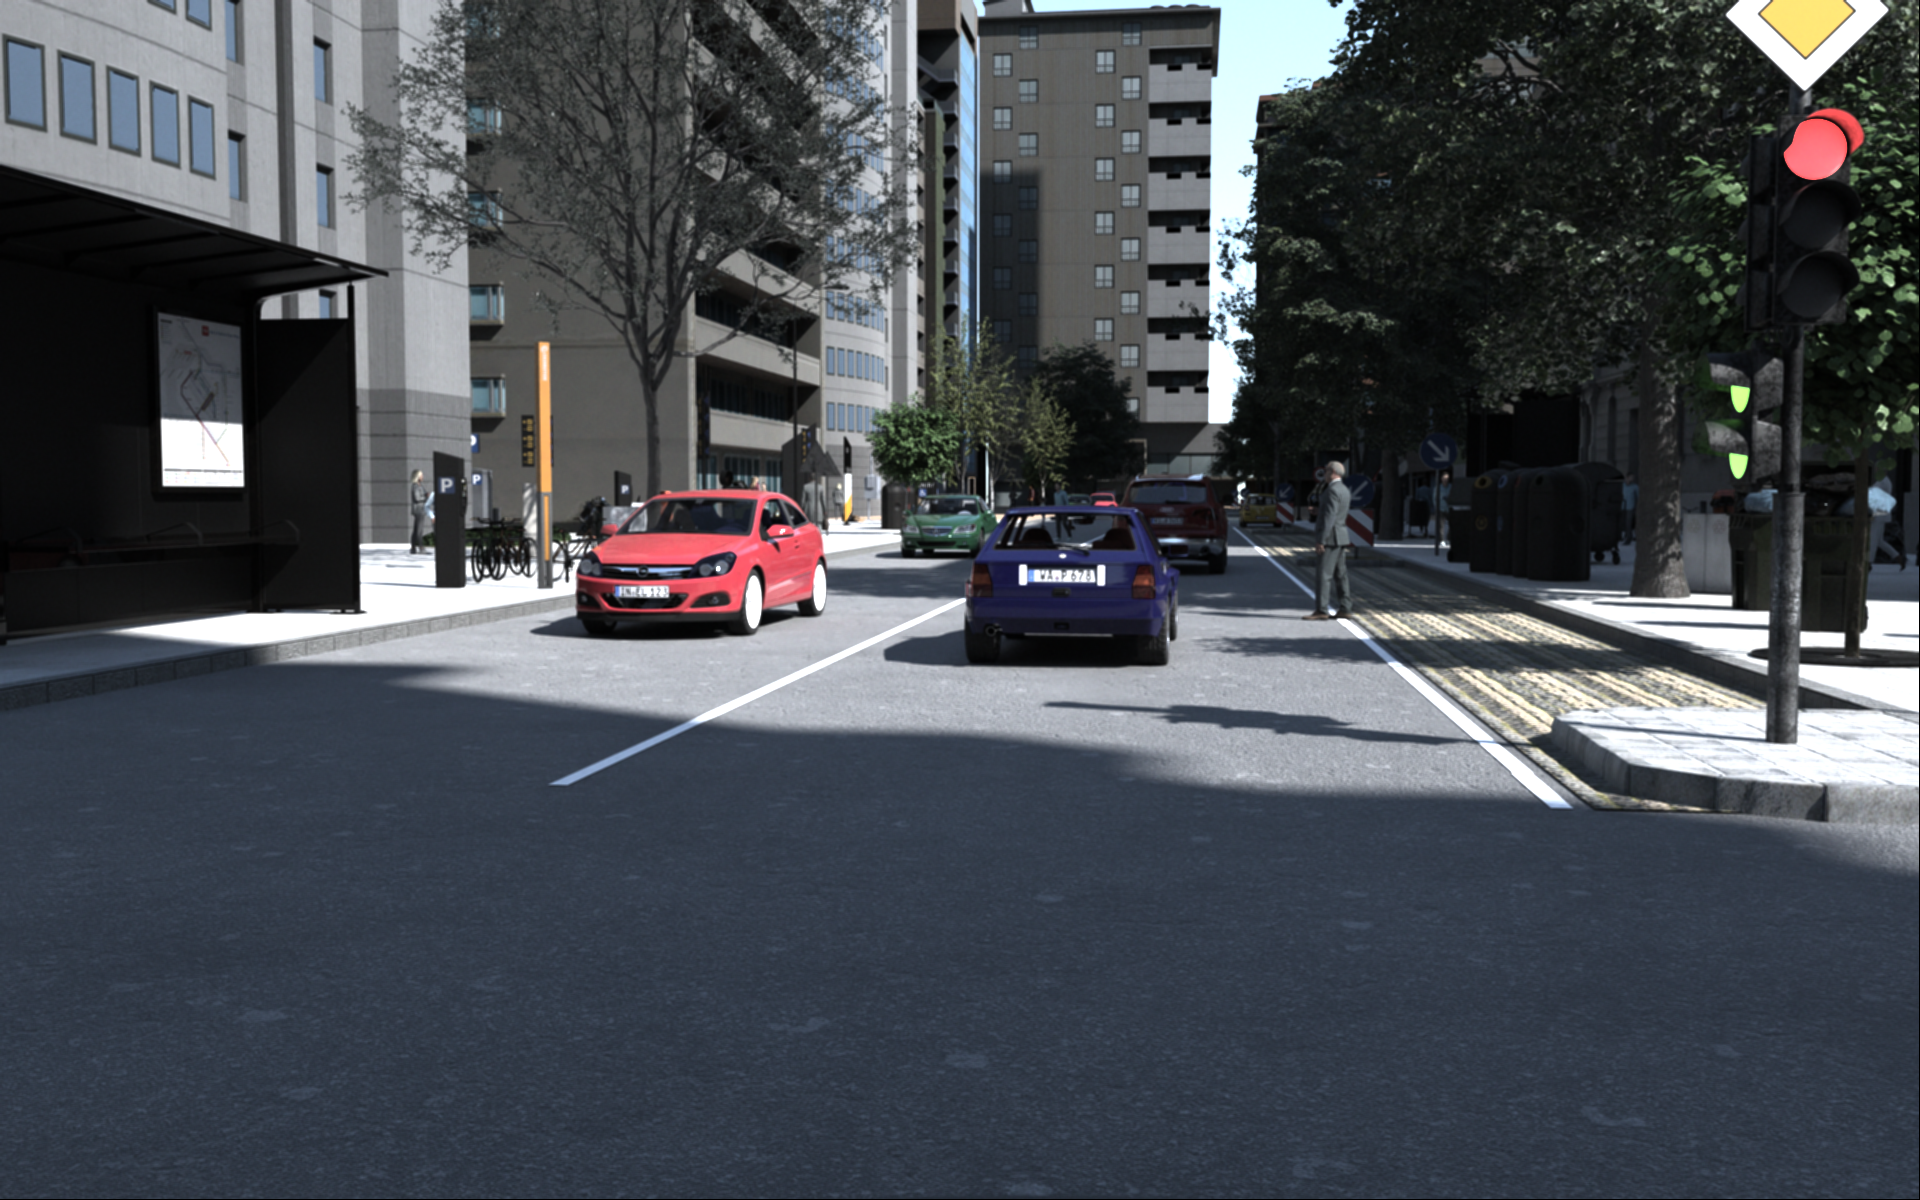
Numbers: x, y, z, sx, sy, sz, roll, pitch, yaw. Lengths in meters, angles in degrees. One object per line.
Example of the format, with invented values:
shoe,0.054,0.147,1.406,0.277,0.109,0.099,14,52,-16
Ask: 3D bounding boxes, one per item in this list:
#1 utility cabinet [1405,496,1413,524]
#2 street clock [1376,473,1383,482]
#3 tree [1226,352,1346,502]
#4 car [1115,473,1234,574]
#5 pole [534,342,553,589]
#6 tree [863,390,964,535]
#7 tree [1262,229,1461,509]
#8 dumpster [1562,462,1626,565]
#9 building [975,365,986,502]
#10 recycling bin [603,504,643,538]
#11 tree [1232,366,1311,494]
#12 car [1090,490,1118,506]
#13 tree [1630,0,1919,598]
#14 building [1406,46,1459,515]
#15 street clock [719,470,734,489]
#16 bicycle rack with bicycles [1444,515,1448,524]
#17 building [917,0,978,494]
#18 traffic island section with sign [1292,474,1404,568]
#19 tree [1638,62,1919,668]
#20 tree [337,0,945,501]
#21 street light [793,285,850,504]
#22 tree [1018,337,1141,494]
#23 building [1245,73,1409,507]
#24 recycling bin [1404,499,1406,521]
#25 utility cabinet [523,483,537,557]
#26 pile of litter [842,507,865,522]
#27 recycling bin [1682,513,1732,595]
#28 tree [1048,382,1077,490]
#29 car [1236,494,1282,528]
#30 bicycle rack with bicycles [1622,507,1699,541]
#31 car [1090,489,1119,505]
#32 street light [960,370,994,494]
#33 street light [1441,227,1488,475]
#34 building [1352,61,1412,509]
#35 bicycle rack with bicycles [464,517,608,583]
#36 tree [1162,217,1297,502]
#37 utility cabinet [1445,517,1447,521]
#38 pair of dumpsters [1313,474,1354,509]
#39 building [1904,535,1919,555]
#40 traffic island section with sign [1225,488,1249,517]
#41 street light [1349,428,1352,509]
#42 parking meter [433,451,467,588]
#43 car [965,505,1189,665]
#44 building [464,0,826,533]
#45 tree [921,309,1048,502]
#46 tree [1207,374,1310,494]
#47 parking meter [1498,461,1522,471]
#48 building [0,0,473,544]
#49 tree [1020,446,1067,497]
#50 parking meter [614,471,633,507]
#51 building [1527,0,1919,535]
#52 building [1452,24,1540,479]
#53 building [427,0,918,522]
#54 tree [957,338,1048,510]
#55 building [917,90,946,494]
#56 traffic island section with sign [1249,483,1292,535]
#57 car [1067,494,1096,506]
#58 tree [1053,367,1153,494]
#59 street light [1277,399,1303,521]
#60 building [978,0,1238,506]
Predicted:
utility cabinet,19.164,-3.839,73.926,0.306,1.237,1.020,1,4,15
street clock,14.608,-3.390,59.993,0.358,2.002,0.471,3,4,36
tree,19.610,-10.286,102.587,7.601,10.594,8.767,-3,5,-43
car,4.033,-1.476,32.798,2.281,1.827,5.304,1,4,9
pole,-5.615,-1.805,23.362,0.158,3.312,0.155,0,3,0
tree,-1.478,-4.351,54.859,4.285,4.588,4.351,0,3,0
tree,15.495,-8.620,66.694,9.928,11.665,9.643,0,3,0
dumpster,11.546,-1.614,32.146,1.264,1.857,1.865,0,4,8
building,-12.925,-53.623,189.408,31.000,86.520,22.319,0,4,8
recycling bin,-6.763,-1.365,34.877,0.722,1.027,0.722,-2,4,-24
tree,26.121,-13.875,144.979,7.486,12.596,7.792,0,3,0
car,8.349,-5.669,101.726,2.155,1.783,4.494,0,4,8
tree,8.699,-6.999,21.088,9.857,13.997,8.962,0,3,0
building,36.309,-28.069,109.040,14.600,45.320,14.200,0,4,8
street clock,-7.147,-2.964,53.025,0.358,2.002,0.471,2,4,25
bicycle rack with bicycles,23.568,-4.013,79.001,2.925,0.926,2.852,1,4,11
building,-6.410,-30.326,145.948,14.200,45.320,14.600,0,4,8
traffic island section with sign,7.734,-1.583,34.504,1.989,1.847,2.006,0,4,8
tree,6.871,-1.810,13.310,4.285,4.588,4.351,0,3,0
tree,-5.382,-7.327,30.165,12.009,13.543,11.850,0,3,0
street light,-3.135,-4.035,38.519,1.470,5.913,1.316,0,4,8
tree,9.463,-14.323,140.834,9.857,13.997,8.962,0,3,0
building,44.009,-32.328,183.182,28.867,44.769,22.147,0,4,8
recycling bin,20.935,-4.237,81.832,0.722,1.027,0.722,-1,4,-18
utility cabinet,-8.690,-1.617,35.118,0.318,1.500,1.173,-1,4,-14
pile of litter,-4.936,-4.043,80.061,1.176,0.858,1.719,1,4,12
recycling bin,9.907,-0.611,22.536,0.722,1.027,0.722,-2,4,-35
tree,5.173,-9.579,106.986,4.737,8.622,4.395,0,3,0
car,12.969,-3.948,74.773,2.015,1.641,3.980,0,4,7
bicycle rack with bicycles,19.001,-2.070,47.231,2.925,0.926,2.852,-2,4,-29
car,10.626,-7.185,126.143,2.281,1.827,5.304,0,4,8
street light,0.594,-5.671,65.254,1.470,5.913,1.316,0,4,8
street light,8.493,-3.510,29.922,1.470,5.913,1.316,0,4,8
building,42.669,-49.970,129.687,22.319,86.520,31.000,0,4,8
bicycle rack with bicycles,-6.409,-0.772,26.007,2.852,0.926,2.925,1,4,20
tree,20.602,-16.136,119.710,12.611,20.169,13.585,0,3,0
utility cabinet,23.135,-4.456,81.538,0.318,1.500,1.173,0,4,3
pair of dumpsters,16.027,-4.369,73.920,1.574,2.255,4.437,0,4,7
building,27.837,-15.792,45.586,14.401,28.519,23.554,0,4,8
traffic island section with sign,17.942,-6.187,109.785,1.989,1.847,2.006,0,4,8
street light,12.184,-5.132,56.454,1.470,5.913,1.316,0,4,8
parking meter,-6.948,-1.097,23.641,0.399,1.863,0.255,0,4,0
car,1.111,-0.205,15.933,1.945,1.354,3.894,1,4,9
building,-17.929,-27.087,66.574,21.300,48.544,21.600,0,4,8
tree,0.230,-7.315,69.965,4.737,8.622,4.395,0,3,0
tree,27.484,-14.841,159.656,9.611,12.733,9.660,0,3,0
parking meter,9.654,-1.512,30.429,0.255,1.863,0.399,-1,4,-20
building,-25.891,-30.104,34.200,21.231,58.520,28.212,0,4,8
tree,5.350,-7.861,112.245,4.285,4.588,4.351,0,3,0
parking meter,-8.509,-2.330,43.813,0.399,1.863,0.255,-2,4,-35
building,31.479,-17.230,69.093,14.401,28.519,23.554,0,4,8
building,34.337,-25.163,95.017,14.154,41.232,14.086,0,4,8
building,-15.076,-34.165,100.591,21.231,58.520,28.212,0,4,8
tree,1.655,-7.994,81.065,4.360,8.622,3.978,0,3,0
building,-8.951,-21.424,121.984,14.160,30.474,14.107,0,4,8
traffic island section with sign,11.392,-3.235,61.521,1.989,1.847,2.006,0,4,8
car,6.529,-5.153,96.049,2.131,1.459,4.920,0,4,8
tree,12.268,-14.609,155.863,9.611,12.733,9.660,0,3,0
street light,15.729,-6.756,83.005,1.470,5.913,1.316,0,4,8
building,16.556,-36.756,190.204,27.495,52.752,28.713,0,4,8
